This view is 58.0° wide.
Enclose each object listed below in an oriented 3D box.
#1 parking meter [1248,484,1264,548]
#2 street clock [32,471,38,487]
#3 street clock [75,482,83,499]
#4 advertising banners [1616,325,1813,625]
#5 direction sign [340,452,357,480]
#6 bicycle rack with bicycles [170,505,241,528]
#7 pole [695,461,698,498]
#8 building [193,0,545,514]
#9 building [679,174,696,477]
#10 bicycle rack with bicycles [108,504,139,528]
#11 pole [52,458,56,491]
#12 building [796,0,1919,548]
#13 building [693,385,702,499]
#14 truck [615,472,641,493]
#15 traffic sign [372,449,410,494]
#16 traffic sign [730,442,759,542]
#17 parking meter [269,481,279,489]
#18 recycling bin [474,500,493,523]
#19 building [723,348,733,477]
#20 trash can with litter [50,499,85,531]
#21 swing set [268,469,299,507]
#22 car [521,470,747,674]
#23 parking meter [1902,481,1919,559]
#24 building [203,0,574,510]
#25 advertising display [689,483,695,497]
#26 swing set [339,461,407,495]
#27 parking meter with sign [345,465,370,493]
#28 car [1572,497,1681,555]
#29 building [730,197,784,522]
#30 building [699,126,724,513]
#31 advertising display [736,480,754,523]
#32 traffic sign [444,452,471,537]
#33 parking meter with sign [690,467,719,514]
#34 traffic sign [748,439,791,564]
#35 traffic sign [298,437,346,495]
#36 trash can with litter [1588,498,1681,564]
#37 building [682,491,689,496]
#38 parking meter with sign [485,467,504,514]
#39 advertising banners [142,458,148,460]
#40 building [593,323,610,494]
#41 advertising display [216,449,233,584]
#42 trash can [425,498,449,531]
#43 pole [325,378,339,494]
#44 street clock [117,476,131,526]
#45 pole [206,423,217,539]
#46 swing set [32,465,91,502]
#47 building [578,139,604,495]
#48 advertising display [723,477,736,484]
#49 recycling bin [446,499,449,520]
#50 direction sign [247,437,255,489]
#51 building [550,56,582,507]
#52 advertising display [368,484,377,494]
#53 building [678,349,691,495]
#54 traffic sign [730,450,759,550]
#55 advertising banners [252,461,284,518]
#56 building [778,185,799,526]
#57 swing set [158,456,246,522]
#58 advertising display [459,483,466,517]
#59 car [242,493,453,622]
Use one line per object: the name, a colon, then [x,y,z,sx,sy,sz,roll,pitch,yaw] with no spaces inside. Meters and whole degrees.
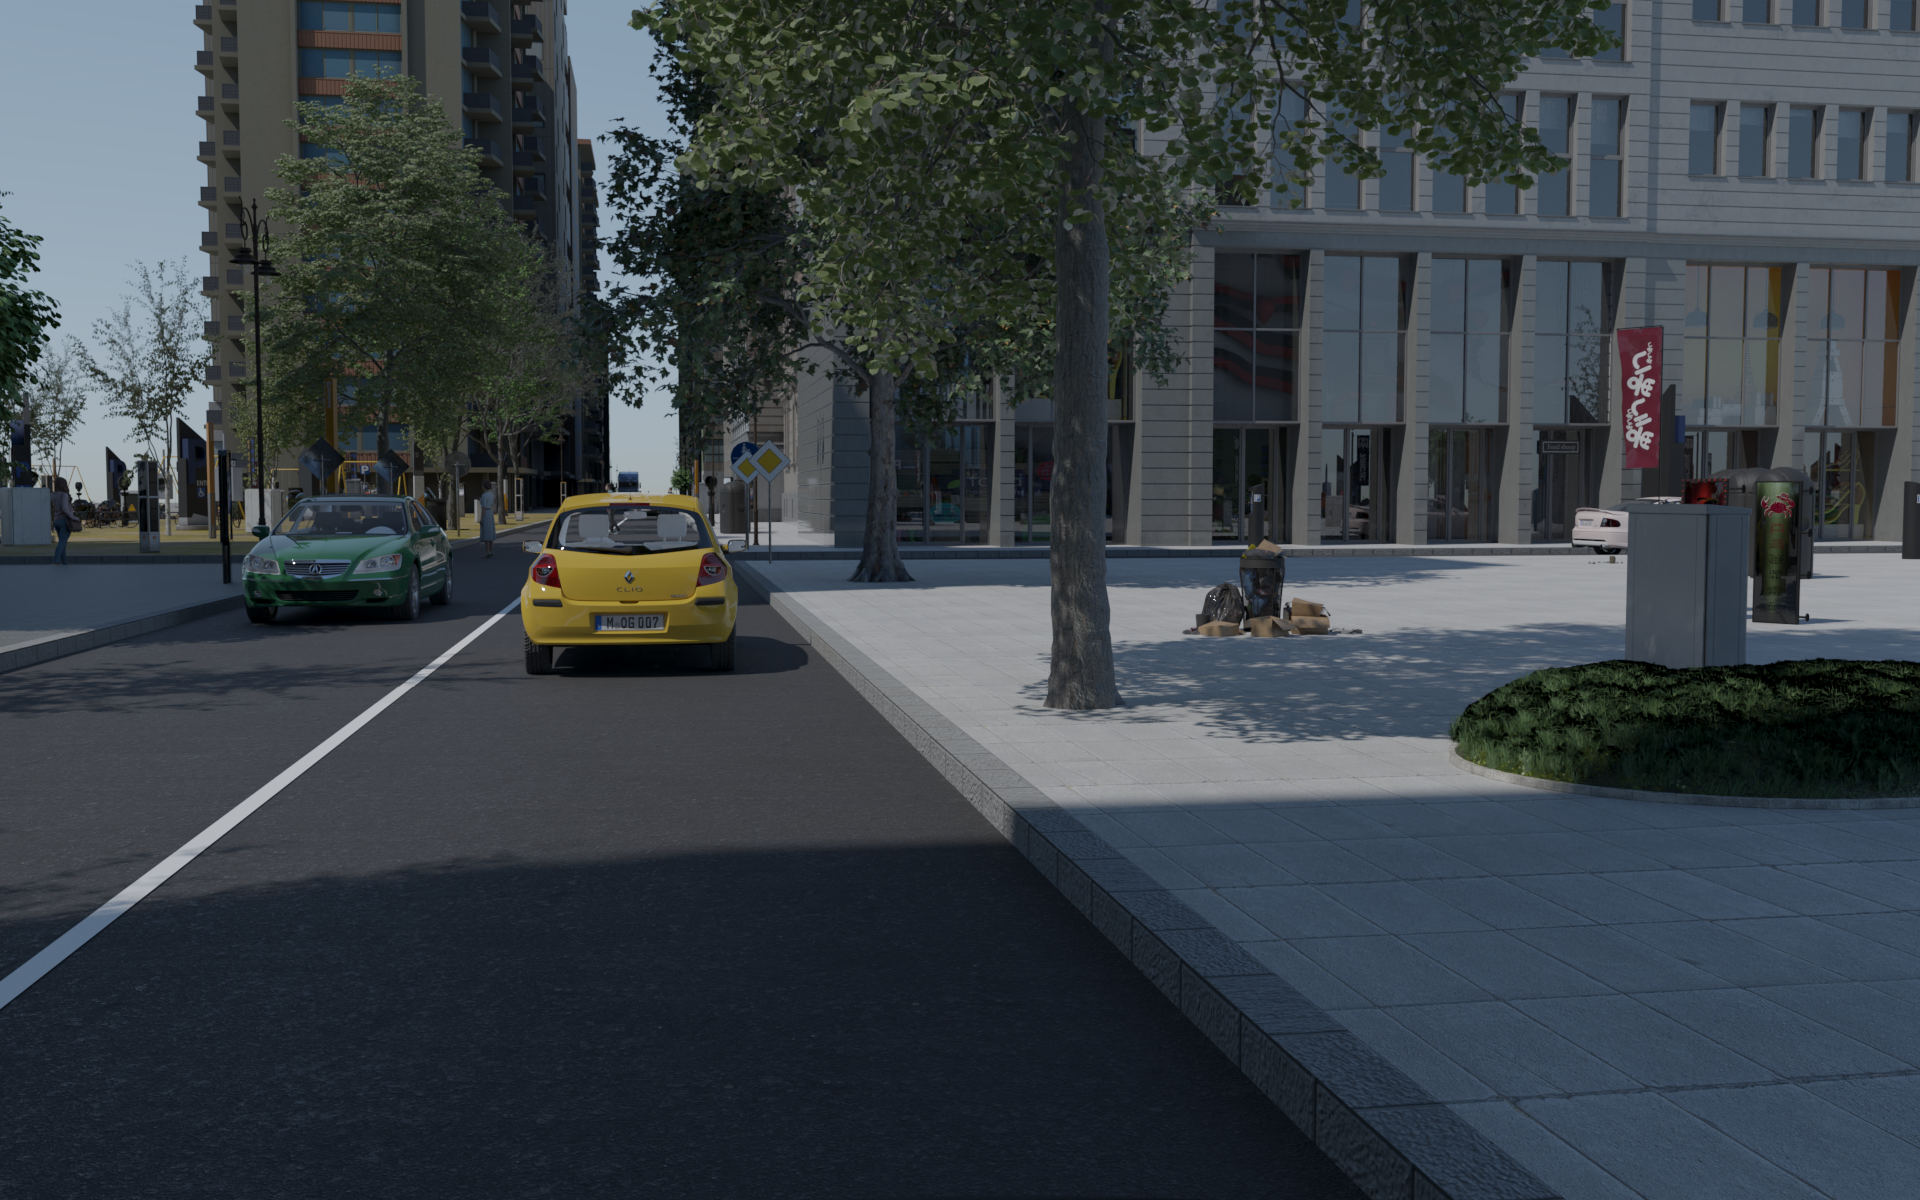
parking meter: [7.071,-2.014,41.348,0.372,1.533,0.369,0,3,0]
street clock: [-28.467,-2.962,52.999,0.358,2.002,0.471,3,5,45]
street clock: [-52.267,-6.006,102.770,0.358,2.002,0.471,0,4,0]
advertising banners: [7.605,-1.310,17.605,0.090,3.025,2.074,-3,5,-40]
direction sign: [-32.895,-6.192,93.229,0.876,3.537,0.379,-1,4,-12]
bicycle rack with bicycles: [-28.229,-3.162,65.085,2.852,0.926,2.925,2,4,25]
pole: [-15.853,-6.752,104.239,0.158,3.312,0.155,0,3,0]
building: [-41.381,-28.705,123.958,22.147,44.769,28.867,-1,4,-10]
building: [-24.951,-34.784,223.337,22.147,44.769,28.867,-1,4,-10]
bicycle rack with bicycles: [-32.148,-3.166,65.148,2.852,0.926,2.925,3,4,37]
pole: [-51.283,-6.379,98.141,0.158,3.312,0.155,0,3,0]
building: [10.603,-16.545,48.005,29.804,29.767,11.434,-1,4,-10]
building: [-12.918,-20.266,176.388,27.650,21.520,28.899,-1,4,-10]
truck: [-40.465,-13.627,212.560,2.967,4.110,18.799,-1,4,-9]
traffic sign: [-12.602,-2.126,38.404,0.795,2.450,0.064,-1,4,-10]
traffic sign: [-5.183,-2.568,42.092,0.768,2.556,0.104,0,4,-2]
parking meter: [-31.510,-4.519,79.590,0.255,1.863,0.399,3,5,43]
recycling bin: [-21.308,-3.970,77.465,0.722,1.027,0.722,-1,4,-21]
building: [-8.962,-15.369,106.042,10.420,20.320,16.860,-1,4,-10]
trash can with litter: [-31.847,-3.078,61.387,1.678,1.210,2.233,1,4,20]
swing set: [-41.425,-6.761,108.167,3.119,2.851,2.862,0,4,6]
car: [-2.876,-0.312,15.319,2.015,1.641,3.980,-1,4,-9]
parking meter: [18.775,-1.571,34.095,0.372,1.533,0.369,0,3,0]
building: [-48.346,-34.387,151.462,28.713,52.752,27.495,-1,4,-10]
advertising display: [-15.248,-5.712,98.605,0.123,1.923,0.974,0,4,2]
swing set: [-28.216,-5.208,82.764,3.119,2.851,2.862,0,4,-5]
parking meter with sign: [-30.413,-5.540,86.844,1.738,3.016,0.543,-1,4,-14]
car: [16.182,-1.619,38.829,4.827,1.381,2.083,-1,4,-10]
building: [-6.538,-14.579,87.525,9.793,20.994,18.267,-1,4,-10]
building: [-11.685,-21.600,124.864,14.160,30.474,14.107,-1,4,-10]
advertising display: [-9.703,-4.435,77.732,0.974,1.923,0.123,-3,4,-38]
traffic sign: [-15.044,-3.168,51.906,0.768,2.556,0.104,-1,4,-9]
parking meter with sign: [-16.317,-7.008,110.838,1.738,3.016,0.543,1,4,8]
traffic sign: [-3.502,-1.726,31.857,0.795,2.450,0.064,-1,4,-10]
traffic sign: [-11.234,-1.645,30.537,0.795,2.450,0.064,-1,4,-10]
trash can with litter: [12.689,-1.274,31.896,2.233,1.210,1.678,0,4,7]
building: [-29.586,-49.452,246.789,20.563,71.187,20.611,-1,4,-10]
parking meter with sign: [-29.660,-6.928,109.541,1.738,3.016,0.543,0,4,-8]
advertising banners: [-37.065,-5.001,77.961,0.090,3.025,2.074,0,4,6]
building: [-59.608,-29.754,258.175,14.160,30.474,14.107,-1,4,-10]
advertising display: [-10.632,-1.216,25.090,0.123,1.923,0.974,-1,4,-20]
trash can: [-17.426,-2.818,57.734,0.748,1.137,0.748,0,3,0]
pole: [-11.111,-2.252,30.670,0.158,3.312,0.155,0,3,0]
street clock: [-33.740,-4.000,69.974,0.471,2.002,0.358,-3,5,-39]
pole: [-21.463,-3.413,49.639,0.158,3.312,0.155,0,3,0]
swing set: [-49.536,-5.930,94.574,2.862,2.851,3.119,1,4,22]
building: [-54.732,-33.798,207.214,22.147,44.769,28.867,-1,4,-10]
advertising display: [-8.637,-3.633,64.609,0.123,1.923,0.974,-2,4,-24]
recycling bin: [-25.829,-4.482,85.837,0.722,1.027,0.722,3,4,37]
direction sign: [-28.106,-4.692,68.709,0.379,3.537,0.876,-3,4,-39]
building: [-45.462,-32.003,173.360,14.600,45.320,14.200,-1,4,-10]
advertising display: [-36.319,-6.260,107.559,0.974,1.923,0.123,0,4,0]
building: [-35.912,-30.142,264.521,14.160,30.474,14.107,-1,4,-10]
traffic sign: [-4.870,-2.207,39.724,0.795,2.450,0.064,-1,4,-10]
advertising banners: [-37.058,-5.895,92.572,0.090,3.025,2.074,2,4,32]
building: [0.050,-17.090,66.814,14.401,28.519,23.554,-1,4,-10]
swing set: [-31.395,-4.474,70.769,3.119,2.851,2.862,1,4,19]
advertising display: [-27.993,-5.595,96.691,0.974,1.923,0.123,2,4,29]
car: [-7.320,-0.565,21.035,2.131,1.459,4.920,-1,4,-9]
